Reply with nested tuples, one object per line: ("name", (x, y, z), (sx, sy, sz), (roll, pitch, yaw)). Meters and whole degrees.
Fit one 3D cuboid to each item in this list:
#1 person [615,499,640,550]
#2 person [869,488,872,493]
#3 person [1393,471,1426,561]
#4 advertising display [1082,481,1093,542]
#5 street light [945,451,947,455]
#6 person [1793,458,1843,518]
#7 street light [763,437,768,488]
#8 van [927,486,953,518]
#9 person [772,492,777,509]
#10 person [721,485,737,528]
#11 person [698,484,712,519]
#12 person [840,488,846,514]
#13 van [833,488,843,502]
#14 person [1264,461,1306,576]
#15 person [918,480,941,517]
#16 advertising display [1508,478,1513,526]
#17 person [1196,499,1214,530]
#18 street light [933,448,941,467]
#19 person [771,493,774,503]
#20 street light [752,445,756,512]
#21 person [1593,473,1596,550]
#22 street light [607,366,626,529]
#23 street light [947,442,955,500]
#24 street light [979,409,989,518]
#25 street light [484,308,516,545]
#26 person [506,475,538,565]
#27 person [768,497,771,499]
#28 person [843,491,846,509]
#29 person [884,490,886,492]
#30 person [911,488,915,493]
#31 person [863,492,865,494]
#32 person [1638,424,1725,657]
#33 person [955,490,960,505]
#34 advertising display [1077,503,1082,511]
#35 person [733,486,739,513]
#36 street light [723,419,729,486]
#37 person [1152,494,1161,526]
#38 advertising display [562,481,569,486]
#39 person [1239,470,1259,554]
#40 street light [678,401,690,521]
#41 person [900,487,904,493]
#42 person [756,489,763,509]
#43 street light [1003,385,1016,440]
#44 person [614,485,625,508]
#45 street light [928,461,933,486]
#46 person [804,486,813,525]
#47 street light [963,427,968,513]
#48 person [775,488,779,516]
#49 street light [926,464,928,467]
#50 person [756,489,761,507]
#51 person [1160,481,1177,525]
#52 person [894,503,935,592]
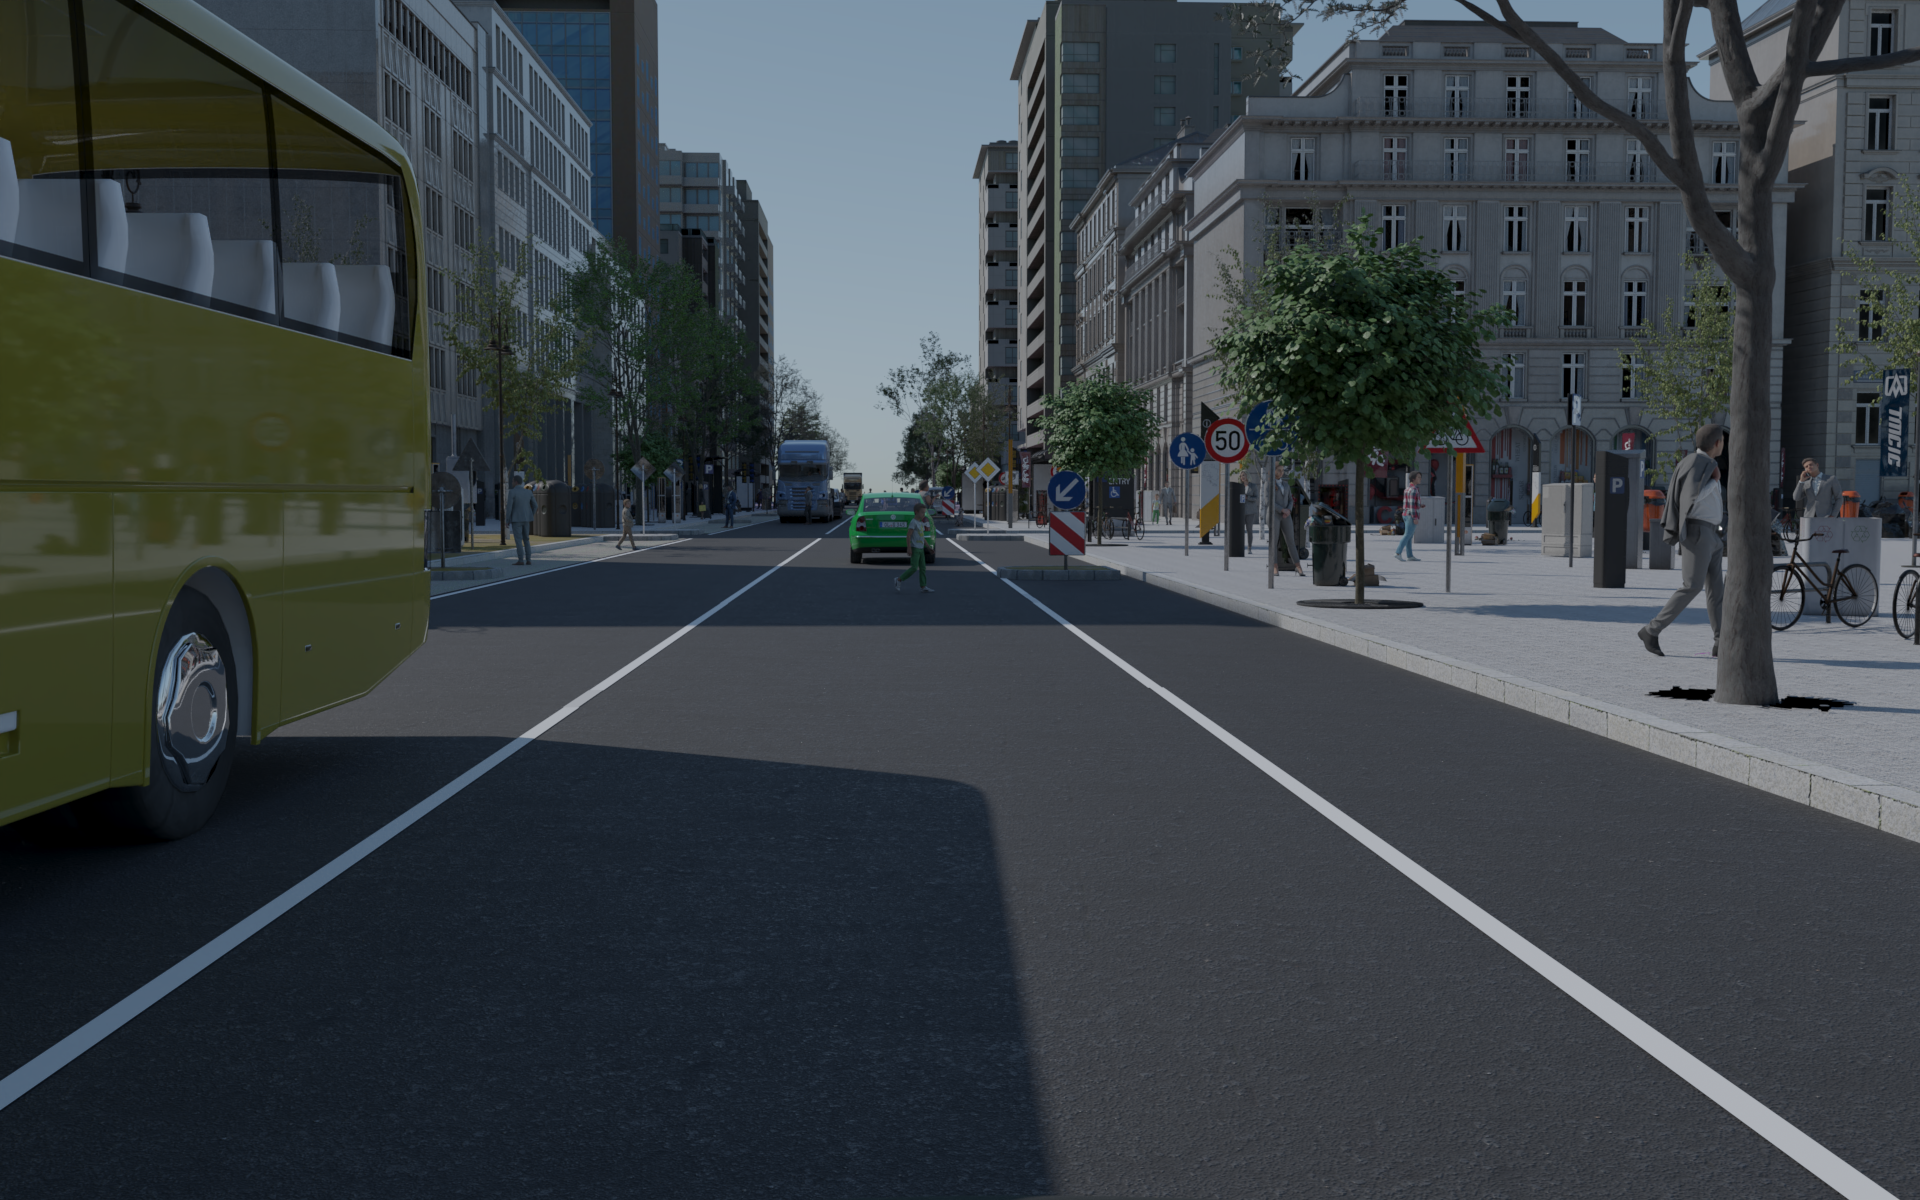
("person", (-8.459, -1.909, 43.979), (0.640, 1.303, 0.475), (-2, 4, -32))
("person", (-6.389, -6.999, 122.810), (0.818, 1.842, 0.514), (2, 4, 35))
("person", (8.583, -1.602, 33.070), (0.643, 1.720, 0.563), (0, 4, 4))
("advertising display", (3.451, -2.518, 46.385), (0.123, 1.923, 0.974), (0, 4, -3))
("street light", (-1.084, -10.841, 150.032), (0.468, 5.910, 1.993), (0, 4, -2))
("person", (12.364, -1.146, 24.965), (0.473, 1.802, 0.592), (-2, 4, -26))
("street light", (-15.552, -10.150, 138.732), (0.468, 5.910, 1.993), (0, 4, -2))
("van", (-1.433, -6.037, 105.712), (2.013, 2.044, 4.112), (0, 4, -2))
("person", (-15.803, -8.499, 148.255), (1.065, 1.426, 0.557), (0, 4, 6))
("person", (-9.644, -3.908, 72.582), (0.721, 1.800, 0.419), (3, 5, 42))
("person", (-13.005, -5.010, 88.169), (0.699, 1.804, 1.509), (1, 4, 16))
("person", (-8.481, -7.042, 123.475), (0.661, 1.843, 0.795), (-3, 5, -39))
("van", (-9.087, -6.919, 120.134), (2.013, 2.044, 4.112), (0, 4, -1))
("person", (5.067, -1.268, 27.045), (0.520, 1.790, 0.573), (-3, 5, -40))
("person", (-0.751, -2.091, 43.044), (0.532, 1.782, 0.716), (-2, 4, -31))
("advertising display", (22.353, -3.985, 70.373), (0.123, 1.923, 0.974), (1, 4, 13))
("person", (8.907, -3.437, 62.335), (0.694, 1.812, 0.767), (-1, 4, -18))
("street light", (-2.111, -12.141, 171.289), (0.468, 5.910, 1.993), (0, 4, -2))
("person", (-27.594, -15.149, 254.253), (1.217, 1.766, 0.721), (2, 4, 27))
("street light", (-15.082, -9.387, 126.262), (0.468, 5.910, 1.993), (0, 4, -2))
("person", (14.685, -2.031, 39.596), (0.601, 1.785, 0.444), (-3, 5, -40))
("street light", (-12.399, -5.496, 62.644), (0.468, 5.910, 1.993), (0, 4, -2))
("street light", (-0.561, -10.008, 136.412), (0.468, 5.910, 1.993), (0, 4, -2))
("street light", (1.293, -7.433, 94.321), (0.468, 5.910, 1.993), (0, 4, -2))
("street light", (-11.434, -4.304, 43.156), (0.468, 5.910, 1.993), (0, 4, -2))
("person", (-8.793, -1.595, 34.679), (0.391, 1.810, 0.635), (3, 4, 37))
("person", (-22.452, -11.989, 203.000), (0.756, 1.711, 0.436), (2, 4, 23))
("person", (-11.299, -9.657, 167.306), (0.541, 1.710, 0.530), (-1, 4, -17))
("person", (-6.161, -8.180, 142.905), (0.621, 1.740, 0.551), (-3, 5, -40))
("person", (-2.457, -4.799, 87.629), (0.731, 1.740, 0.598), (1, 4, 11))
("person", (-16.234, -17.527, 294.937), (0.709, 1.838, 0.599), (-1, 4, -17))
("person", (5.792, -0.456, 13.602), (0.850, 1.850, 0.679), (2, 4, 28))
("person", (-0.225, -12.297, 207.117), (1.348, 1.821, 0.705), (3, 4, 39))
("advertising display", (4.746, -3.832, 67.860), (0.123, 1.923, 0.974), (-1, 4, -10))
("person", (-14.910, -6.610, 114.001), (0.818, 1.842, 0.514), (2, 4, 30))
("street light", (-14.046, -8.056, 104.502), (0.468, 5.910, 1.993), (0, 4, -2))
("person", (7.881, -3.630, 69.645), (0.306, 1.304, 0.590), (-1, 4, -13))
("advertising display", (-20.305, -5.081, 88.285), (0.974, 1.923, 0.123), (3, 4, 38))
("person", (6.092, -1.878, 36.934), (0.537, 1.800, 0.526), (3, 4, 36))
("street light", (-13.325, -6.776, 83.569), (0.468, 5.910, 1.993), (0, 4, -2))
("person", (-3.413, -5.826, 103.720), (0.822, 1.834, 0.622), (0, 4, -5))
("person", (-17.317, -8.752, 149.587), (0.568, 1.767, 0.683), (3, 5, 42))
("street light", (2.098, -6.153, 73.391), (0.468, 5.910, 1.993), (0, 4, -2))
("person", (-19.250, -5.581, 97.409), (0.709, 1.813, 0.853), (-2, 4, -35))
("street light", (-3.010, -13.421, 192.215), (0.468, 5.910, 1.993), (0, 4, -2))
("person", (-7.169, -4.463, 81.649), (0.473, 1.802, 0.592), (1, 4, 15))
("street light", (0.311, -8.713, 115.243), (0.468, 5.910, 1.993), (0, 4, -2))
("person", (-11.476, -6.189, 109.951), (0.793, 1.790, 0.793), (3, 4, 39))
("street light", (-3.951, -14.729, 213.602), (0.468, 5.910, 1.993), (0, 4, -2))
("person", (-19.396, -9.763, 166.400), (0.721, 1.736, 1.217), (0, 4, 5))
("person", (8.586, -3.992, 71.431), (0.709, 1.813, 0.853), (0, 4, 0))
("person", (-0.667, -0.767, 25.282), (0.590, 1.304, 0.306), (0, 4, 6))
